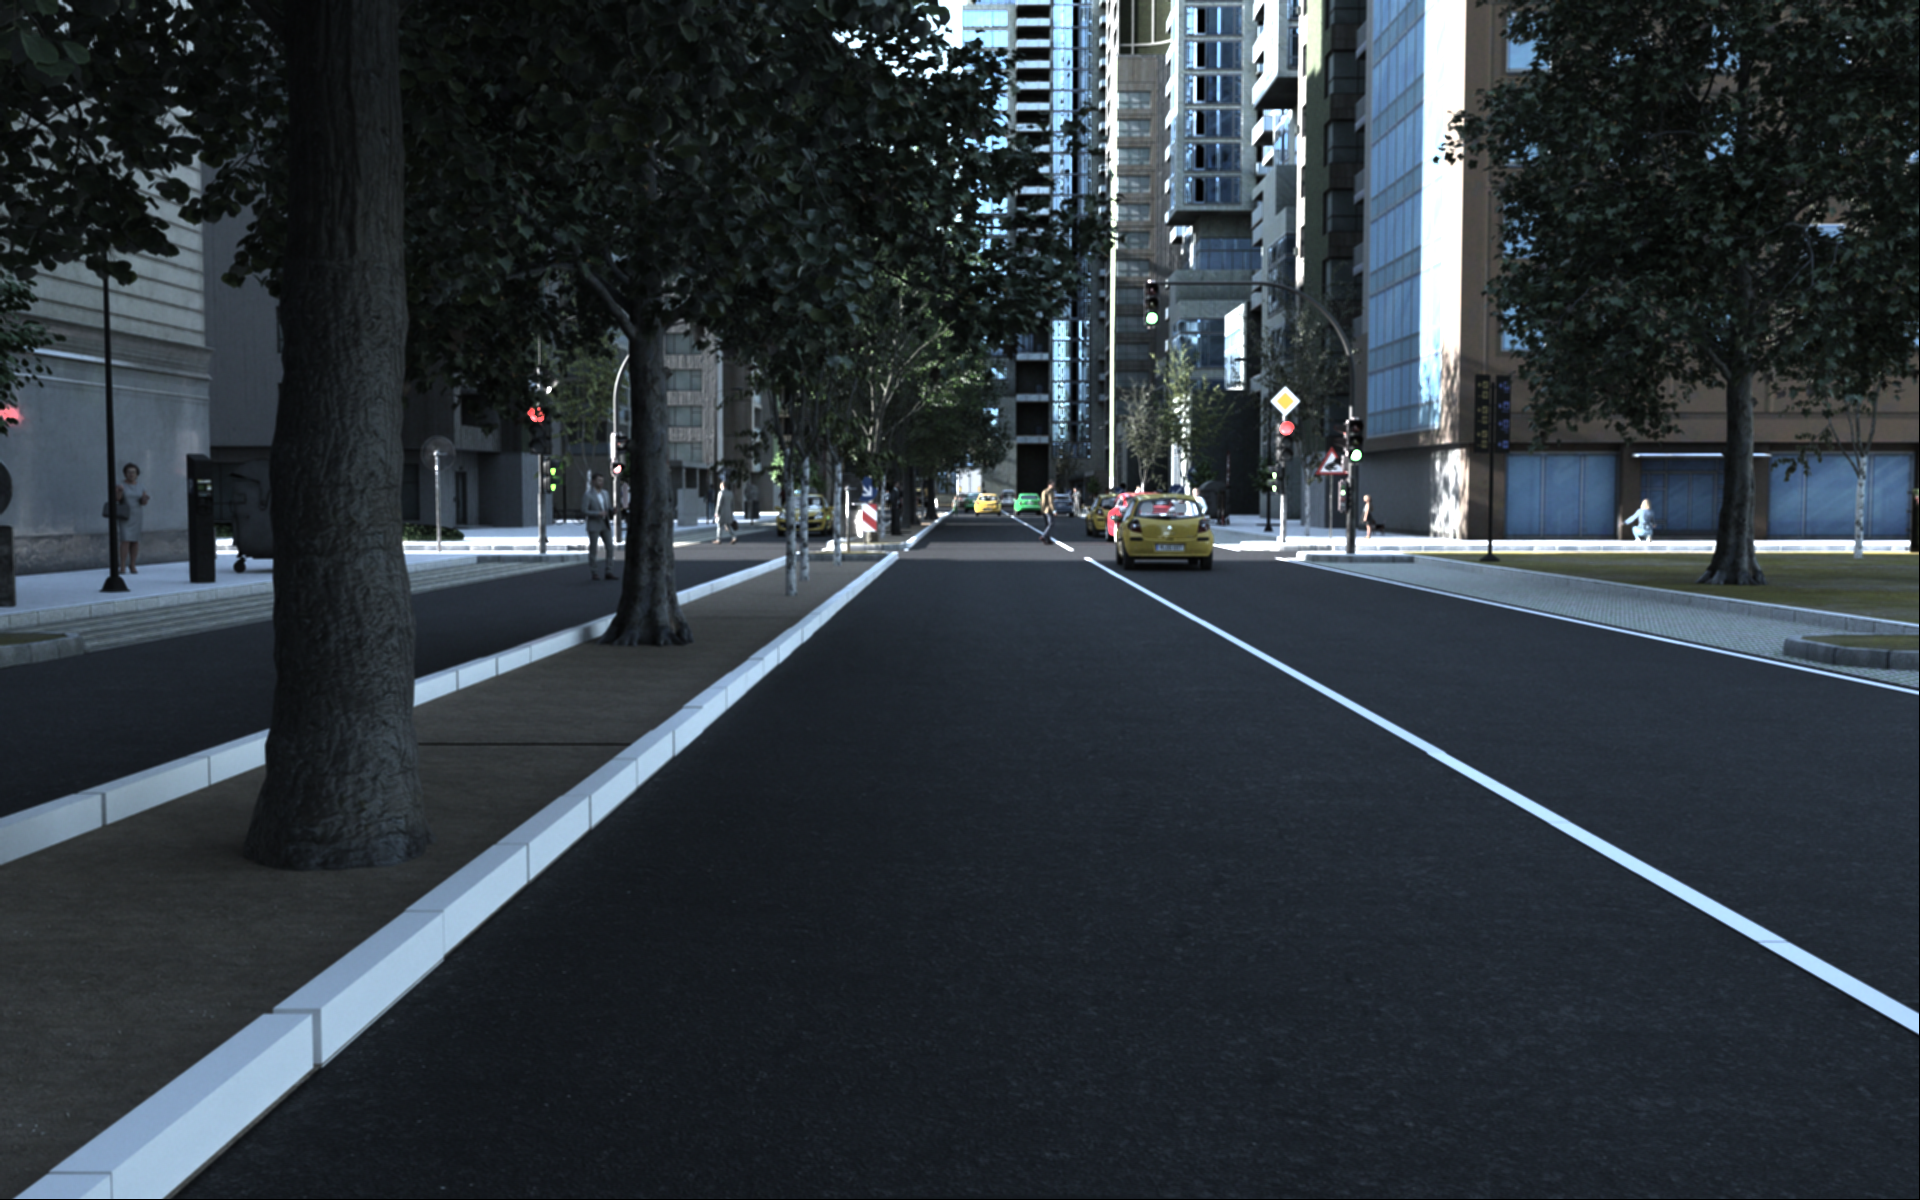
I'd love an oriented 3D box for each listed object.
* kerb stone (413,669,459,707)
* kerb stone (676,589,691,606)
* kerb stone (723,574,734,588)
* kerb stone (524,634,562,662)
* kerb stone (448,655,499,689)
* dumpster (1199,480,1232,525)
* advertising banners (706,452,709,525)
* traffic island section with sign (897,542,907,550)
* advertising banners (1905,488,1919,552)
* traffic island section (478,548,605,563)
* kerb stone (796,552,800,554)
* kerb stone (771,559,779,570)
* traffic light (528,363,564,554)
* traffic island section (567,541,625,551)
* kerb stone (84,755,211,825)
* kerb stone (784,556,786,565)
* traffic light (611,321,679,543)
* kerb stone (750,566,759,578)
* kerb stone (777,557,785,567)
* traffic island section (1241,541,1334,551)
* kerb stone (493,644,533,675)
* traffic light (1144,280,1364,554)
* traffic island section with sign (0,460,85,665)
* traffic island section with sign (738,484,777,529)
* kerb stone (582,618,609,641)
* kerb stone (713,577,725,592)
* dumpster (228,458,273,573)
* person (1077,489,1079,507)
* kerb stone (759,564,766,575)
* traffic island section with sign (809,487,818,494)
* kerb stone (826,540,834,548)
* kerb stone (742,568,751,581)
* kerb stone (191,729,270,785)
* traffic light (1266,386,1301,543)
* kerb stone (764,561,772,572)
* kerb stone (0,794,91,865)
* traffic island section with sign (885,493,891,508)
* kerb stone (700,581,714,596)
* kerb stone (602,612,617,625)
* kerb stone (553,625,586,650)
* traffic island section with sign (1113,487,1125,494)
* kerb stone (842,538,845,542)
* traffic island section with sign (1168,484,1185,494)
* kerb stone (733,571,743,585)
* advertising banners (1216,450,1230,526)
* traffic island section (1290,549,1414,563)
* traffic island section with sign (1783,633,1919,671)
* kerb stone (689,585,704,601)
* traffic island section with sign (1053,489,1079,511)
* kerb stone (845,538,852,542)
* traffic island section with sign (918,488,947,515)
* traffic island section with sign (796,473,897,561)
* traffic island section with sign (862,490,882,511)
[{"bbox_3d":[-3.711,0.621,12.050,0.120,0.150,1.000,0,4,0],"label":"kerb stone"},{"bbox_3d":[-3.636,-0.006,22.294,0.120,0.150,1.000,0,4,0],"label":"kerb stone"},{"bbox_3d":[-3.606,-0.254,26.384,0.120,0.150,1.000,0,4,0],"label":"kerb stone"},{"bbox_3d":[-3.680,0.432,15.126,0.120,0.150,1.000,0,4,0],"label":"kerb stone"},{"bbox_3d":[-3.701,0.558,13.080,0.120,0.150,1.000,0,4,0],"label":"kerb stone"},{"bbox_3d":[10.743,-4.112,72.994,1.264,1.857,1.865,0,4,0],"label":"dumpster"},{"bbox_3d":[-10.620,-4.688,72.844,0.090,3.025,2.074,-1,4,-9],"label":"advertising banners"},{"bbox_3d":[-2.416,-2.253,44.979,2.006,1.907,1.989,0,4,0],"label":"traffic island section with sign"},{"bbox_3d":[21.826,-2.544,37.787,2.074,3.025,0.090,1,4,14],"label":"advertising banners"},{"bbox_3d":[-9.027,-0.924,37.383,2.009,0.180,2.903,0,4,0],"label":"traffic island section"},{"bbox_3d":[-3.542,-0.878,36.633,0.120,0.150,1.000,0,4,0],"label":"kerb stone"},{"bbox_3d":[-3.566,-0.629,32.529,0.120,0.150,1.000,0,4,0],"label":"kerb stone"},{"bbox_3d":[-8.987,-2.956,37.248,0.839,4.253,0.868,0,4,0],"label":"traffic light"},{"bbox_3d":[-8.973,-1.412,45.367,2.009,0.180,2.903,0,4,0],"label":"traffic island section"},{"bbox_3d":[-3.727,0.872,7.944,0.120,0.150,1.000,0,4,0],"label":"kerb stone"},{"bbox_3d":[-3.555,-0.755,34.589,0.120,0.150,1.000,0,4,0],"label":"kerb stone"},{"bbox_3d":[-6.841,-4.317,45.253,4.771,5.953,1.251,0,4,0],"label":"traffic light"},{"bbox_3d":[-3.583,-0.444,29.458,0.120,0.150,1.000,0,4,0],"label":"kerb stone"},{"bbox_3d":[-3.561,-0.695,33.559,0.120,0.150,1.000,0,4,0],"label":"kerb stone"},{"bbox_3d":[8.468,-1.405,45.245,2.009,0.180,2.903,0,4,0],"label":"traffic island section"},{"bbox_3d":[-3.687,0.500,14.102,0.120,0.150,1.000,0,4,0],"label":"kerb stone"},{"bbox_3d":[6.281,-3.814,37.019,4.771,5.953,1.251,0,4,0],"label":"traffic light"},{"bbox_3d":[-8.846,-0.392,15.031,1.989,1.847,2.006,0,4,0],"label":"traffic island section with sign"},{"bbox_3d":[-8.479,-3.795,70.672,1.989,1.847,2.006,0,4,0],"label":"traffic island section with sign"},{"bbox_3d":[-3.668,0.311,17.171,0.120,0.150,1.000,0,4,0],"label":"kerb stone"},{"bbox_3d":[-3.609,-0.194,25.362,0.120,0.150,1.000,0,4,0],"label":"kerb stone"},{"bbox_3d":[-11.227,-1.410,28.820,1.264,1.857,1.865,0,4,0],"label":"dumpster"},{"bbox_3d":[11.273,-9.853,167.862,0.721,1.735,1.217,0,4,-5],"label":"person"},{"bbox_3d":[-3.581,-0.499,30.485,0.120,0.150,1.000,0,4,0],"label":"kerb stone"},{"bbox_3d":[-8.292,-5.448,97.702,1.989,1.847,2.006,0,4,0],"label":"traffic island section with sign"},{"bbox_3d":[-3.474,-1.477,46.369,0.120,0.150,1.000,0,4,0],"label":"kerb stone"},{"bbox_3d":[-3.592,-0.380,28.433,0.120,0.150,1.000,0,4,0],"label":"kerb stone"},{"bbox_3d":[-3.722,0.809,8.966,0.120,0.150,1.000,0,4,0],"label":"kerb stone"},{"bbox_3d":[8.428,-3.438,45.131,0.839,4.253,0.868,0,4,0],"label":"traffic light"},{"bbox_3d":[-3.577,-0.562,31.507,0.120,0.150,1.000,0,4,0],"label":"kerb stone"},{"bbox_3d":[-3.737,0.935,6.914,0.120,0.150,1.000,0,4,0],"label":"kerb stone"},{"bbox_3d":[-7.766,-10.158,174.713,1.989,1.847,2.006,0,4,0],"label":"traffic island section with sign"},{"bbox_3d":[-3.622,-0.131,24.340,0.120,0.150,1.000,0,4,0],"label":"kerb stone"},{"bbox_3d":[-3.661,0.246,18.193,0.120,0.150,1.000,0,4,0],"label":"kerb stone"},{"bbox_3d":[-3.679,0.370,16.149,0.120,0.150,1.000,0,4,0],"label":"kerb stone"},{"bbox_3d":[8.825,-5.467,98.020,1.989,1.847,2.006,0,4,0],"label":"traffic island section with sign"},{"bbox_3d":[-3.448,-1.667,49.450,0.120,0.150,1.000,0,4,0],"label":"kerb stone"},{"bbox_3d":[8.644,-3.794,70.662,1.989,1.847,2.006,0,4,0],"label":"traffic island section with sign"},{"bbox_3d":[-3.599,-0.319,27.411,0.120,0.150,1.000,0,4,0],"label":"kerb stone"},{"bbox_3d":[10.627,-4.507,69.880,0.090,3.025,2.074,0,4,-5],"label":"advertising banners"},{"bbox_3d":[8.414,-0.916,37.260,2.009,0.180,2.903,0,4,0],"label":"traffic island section"},{"bbox_3d":[8.263,-0.378,14.813,1.989,1.847,2.006,0,4,0],"label":"traffic island section with sign"},{"bbox_3d":[-3.625,-0.067,23.318,0.120,0.150,1.000,0,4,0],"label":"kerb stone"},{"bbox_3d":[9.165,-8.514,147.838,1.989,1.847,2.006,0,4,0],"label":"traffic island section with sign"},{"bbox_3d":[-3.435,-1.855,52.526,0.120,0.150,1.000,0,4,0],"label":"kerb stone"},{"bbox_3d":[-1.916,-6.849,120.116,2.006,1.907,1.989,0,4,0],"label":"traffic island section with sign"},{"bbox_3d":[-2.476,-1.800,37.572,2.006,1.907,1.989,0,4,0],"label":"traffic island section with sign"},{"bbox_3d":[-7.954,-8.510,147.759,1.989,1.847,2.006,0,4,0],"label":"traffic island section with sign"}]
